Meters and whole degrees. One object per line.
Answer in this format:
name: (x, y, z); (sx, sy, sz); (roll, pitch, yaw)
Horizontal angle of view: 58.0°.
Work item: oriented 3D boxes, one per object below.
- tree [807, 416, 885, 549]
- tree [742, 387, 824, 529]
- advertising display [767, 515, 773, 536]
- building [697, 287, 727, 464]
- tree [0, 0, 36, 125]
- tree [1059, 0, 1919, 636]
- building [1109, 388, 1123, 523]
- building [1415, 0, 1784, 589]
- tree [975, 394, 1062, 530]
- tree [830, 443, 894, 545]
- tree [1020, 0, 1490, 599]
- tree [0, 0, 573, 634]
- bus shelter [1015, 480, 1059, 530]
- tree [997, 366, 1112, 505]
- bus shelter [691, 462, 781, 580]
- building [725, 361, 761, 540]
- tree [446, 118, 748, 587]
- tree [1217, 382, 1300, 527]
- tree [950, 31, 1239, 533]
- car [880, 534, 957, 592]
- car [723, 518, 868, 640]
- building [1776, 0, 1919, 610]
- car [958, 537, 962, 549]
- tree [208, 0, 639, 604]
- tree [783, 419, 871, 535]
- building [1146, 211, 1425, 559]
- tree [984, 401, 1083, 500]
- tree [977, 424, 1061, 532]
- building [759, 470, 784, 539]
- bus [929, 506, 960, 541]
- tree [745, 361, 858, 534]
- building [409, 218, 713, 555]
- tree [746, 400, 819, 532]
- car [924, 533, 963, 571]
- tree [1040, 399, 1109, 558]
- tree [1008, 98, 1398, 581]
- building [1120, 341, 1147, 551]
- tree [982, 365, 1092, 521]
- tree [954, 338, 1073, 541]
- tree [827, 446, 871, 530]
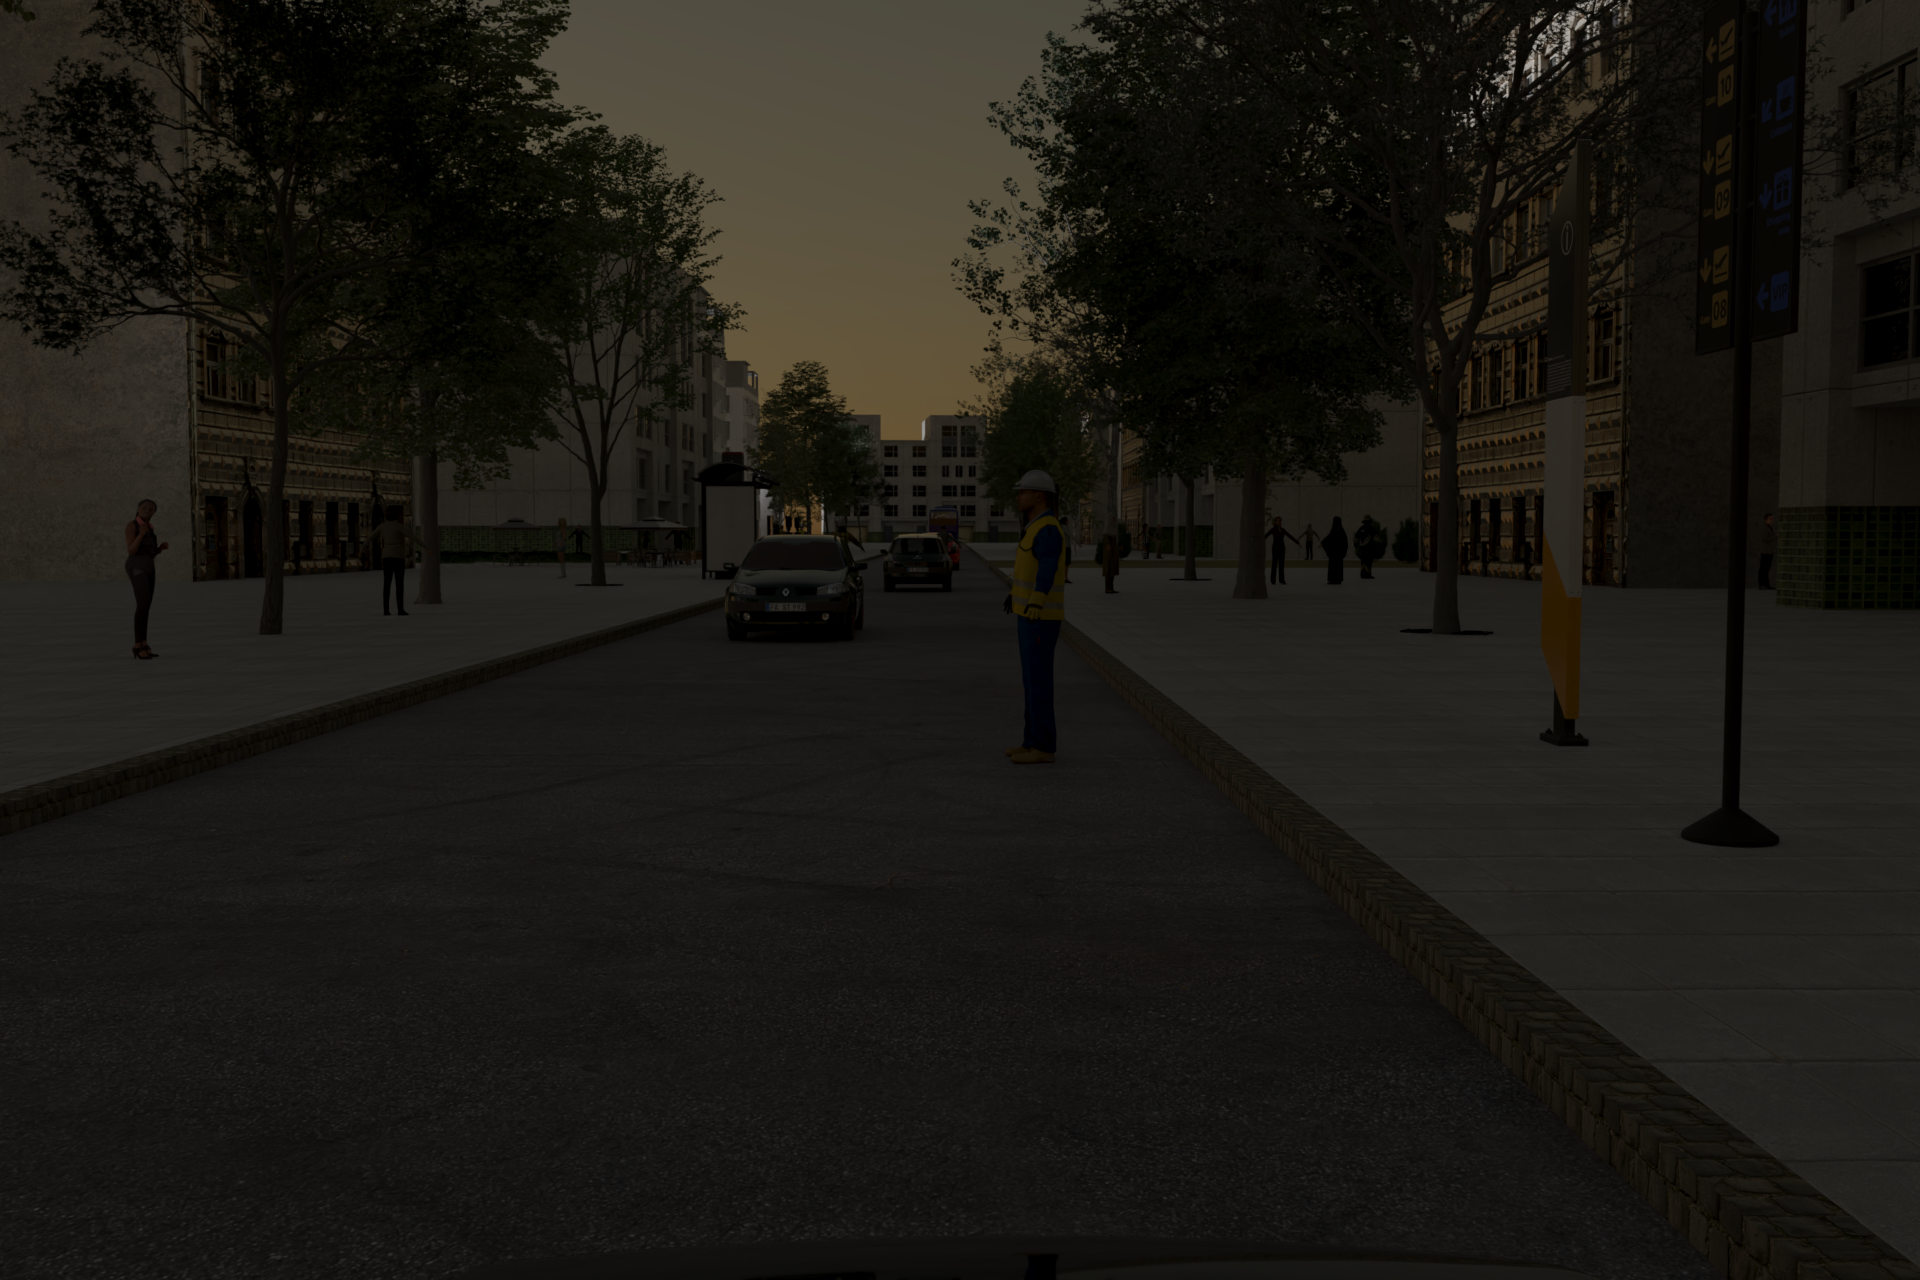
tree: (-10.040, -13.769, 150.878); (9.928, 11.665, 9.643); (0, 3, 0)
tree: (-9.187, -8.373, 87.260); (4.360, 8.622, 3.978); (0, 3, 0)
advertising display: (-6.568, -3.350, 59.979); (0.123, 1.923, 0.974); (0, 3, 0)
building: (-24.707, -16.957, 133.672); (16.016, 20.090, 11.380); (0, 3, 0)
tree: (-9.040, -3.819, 12.799); (4.737, 8.622, 4.395); (0, 3, 0)
tree: (6.171, -6.814, 21.779); (12.009, 13.543, 11.850); (0, 3, 0)
building: (22.107, -20.816, 196.762); (16.016, 20.090, 11.380); (0, 3, 0)
building: (24.849, -13.343, 49.083); (19.493, 23.208, 18.063); (0, 3, 0)
tree: (5.066, -13.511, 139.029); (7.486, 12.596, 7.792); (0, 3, 0)
tree: (-9.736, -14.117, 165.218); (7.601, 10.594, 8.767); (2, 4, 32)
tree: (5.791, -7.804, 34.257); (9.857, 13.997, 8.962); (0, 3, 0)
tree: (-8.500, -5.355, 21.968); (7.601, 10.594, 8.767); (-1, 4, -19)
bus shelter: (3.464, -5.293, 77.826); (1.731, 3.624, 6.357); (0, 4, 0)
tree: (5.770, -10.975, 105.194); (9.928, 11.665, 9.643); (0, 3, 0)
bus shelter: (-6.534, -3.502, 51.179); (2.014, 3.302, 5.546); (0, 4, -1)
building: (-28.450, -20.400, 189.962); (16.016, 20.090, 11.380); (0, 4, 1)
tree: (-8.978, -7.150, 42.652); (9.928, 11.665, 9.643); (0, 3, 0)
tree: (13.271, -7.789, 77.714); (4.737, 8.622, 4.395); (0, 3, 0)
tree: (5.540, -12.780, 64.837); (12.611, 20.169, 13.585); (0, 3, 0)
car: (-1.065, -2.112, 44.323); (2.009, 1.686, 4.222); (0, 4, -1)
car: (-2.290, -0.906, 24.601); (2.009, 1.686, 4.222); (0, 4, 0)
building: (23.052, -9.066, 14.692); (16.747, 18.905, 31.486); (0, 4, 0)
car: (-0.750, -9.860, 170.996); (2.009, 1.686, 4.222); (0, 4, -2)
tree: (-9.885, -6.959, 31.902); (7.486, 12.596, 7.792); (0, 3, 0)
tree: (-10.307, -12.012, 130.809); (7.601, 10.594, 8.767); (0, 4, -6)
building: (21.288, -14.500, 103.540); (16.747, 18.905, 31.486); (0, 4, 0)
tree: (5.602, -12.408, 128.622); (9.928, 11.665, 9.643); (0, 3, 0)
tree: (5.225, -13.552, 147.331); (9.928, 11.665, 9.643); (0, 3, 0)
building: (-26.773, -16.975, 219.685); (9.099, 9.664, 28.070); (0, 4, 0)
bus: (-1.391, -9.811, 151.955); (2.896, 3.916, 12.251); (0, 4, 0)
tree: (-10.336, -11.960, 113.679); (7.486, 12.596, 7.792); (0, 3, 0)
building: (-26.790, -15.072, 112.886); (16.747, 18.905, 31.486); (0, 4, 0)
tree: (-9.397, -8.751, 93.440); (4.737, 8.622, 4.395); (0, 3, 0)
car: (-0.931, -3.684, 69.281); (2.155, 1.783, 4.494); (0, 4, -1)
tree: (6.272, -8.779, 93.896); (4.737, 8.622, 4.395); (0, 3, 0)
tree: (6.267, -8.379, 47.371); (12.009, 13.543, 11.850); (0, 3, 0)
building: (22.696, -18.612, 135.239); (19.493, 23.208, 18.063); (0, 4, 0)
tree: (4.898, -12.131, 116.476); (7.486, 12.596, 7.792); (0, 3, 0)
tree: (5.470, -19.040, 167.194); (12.611, 20.169, 13.585); (0, 3, 0)
tree: (-9.834, -11.645, 140.752); (4.360, 8.622, 3.978); (0, 3, 0)
